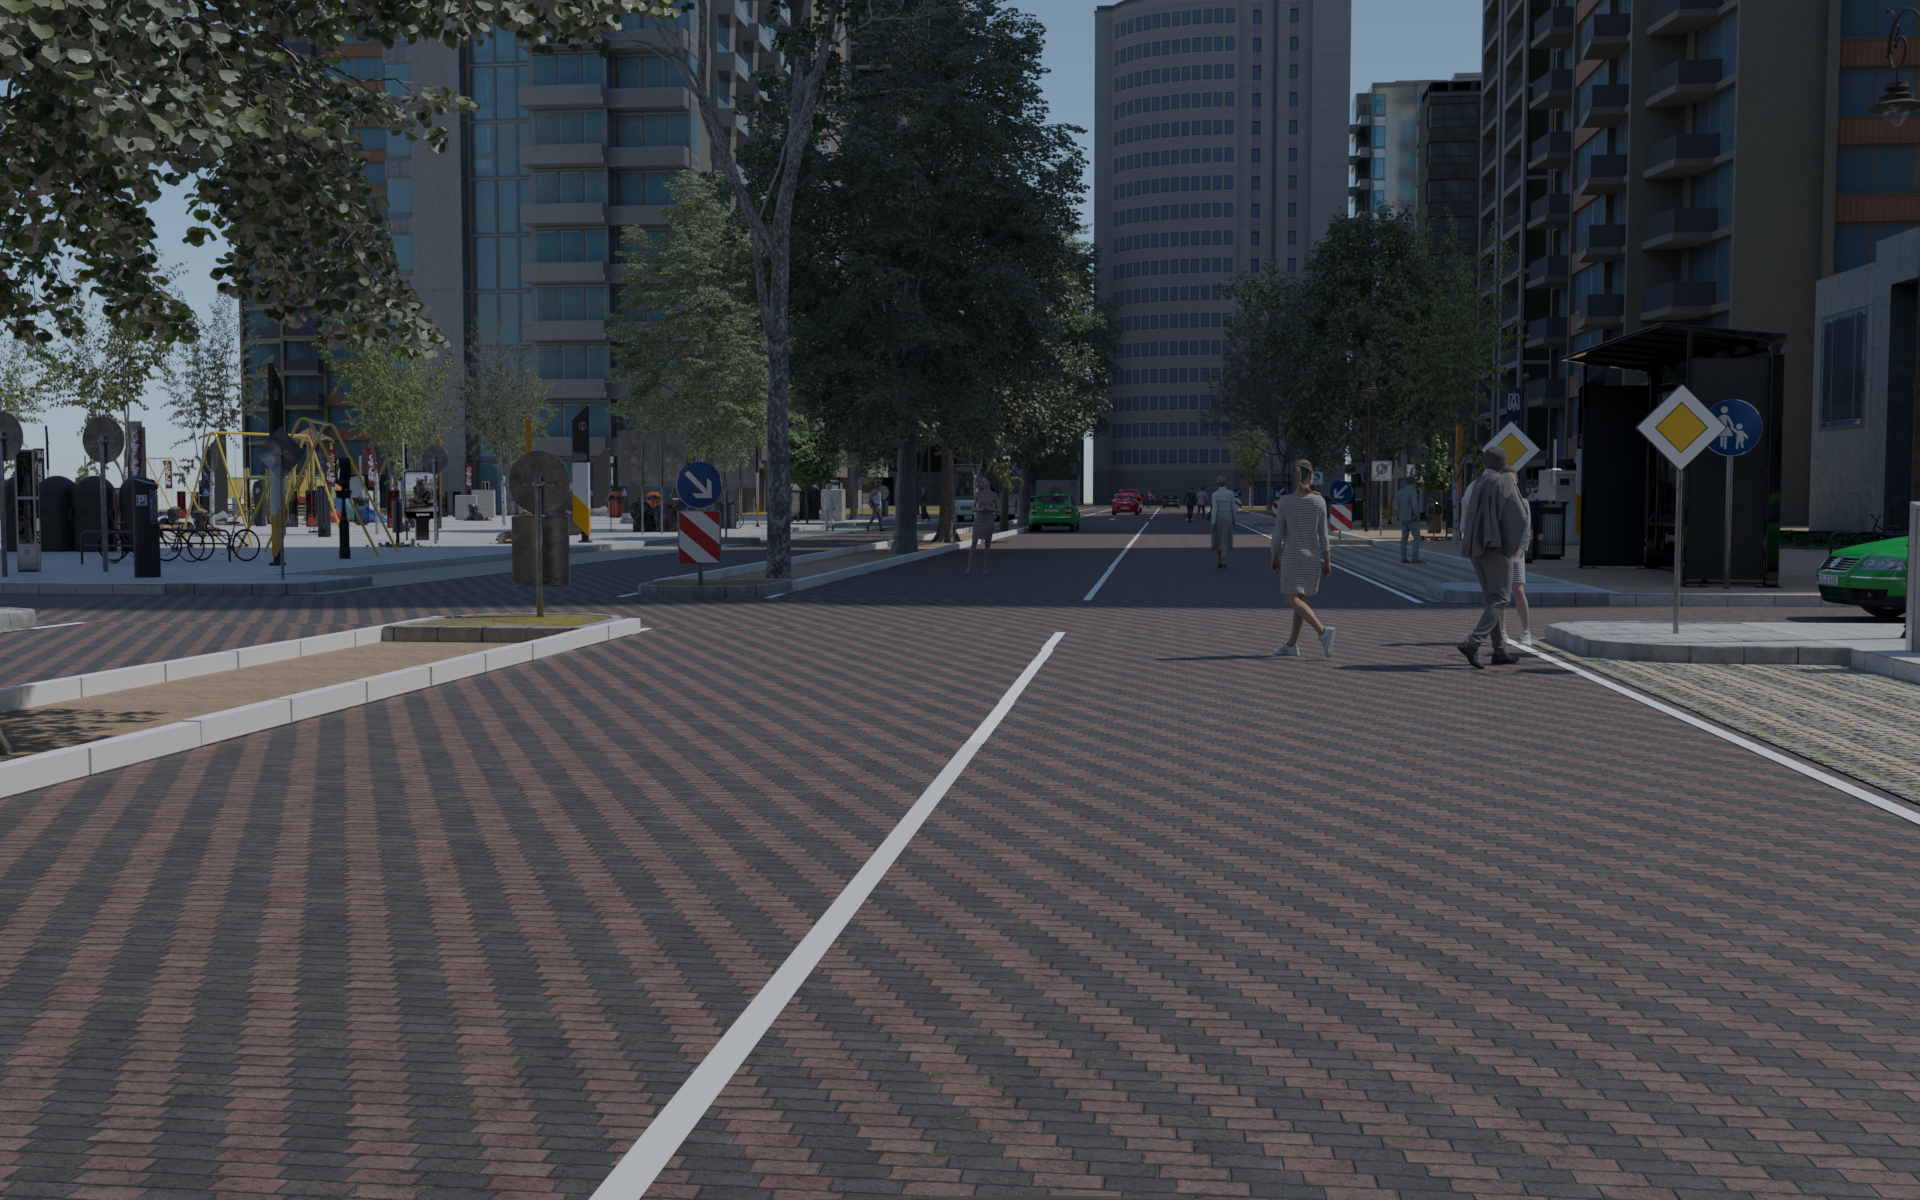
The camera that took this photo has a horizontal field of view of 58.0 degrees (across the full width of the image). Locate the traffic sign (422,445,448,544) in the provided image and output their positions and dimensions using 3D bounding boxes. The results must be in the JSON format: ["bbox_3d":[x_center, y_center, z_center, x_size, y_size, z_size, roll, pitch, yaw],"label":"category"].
[{"bbox_3d":[-13.551,-2.727,44.690,0.768,2.556,0.104,1,4,17],"label":"traffic sign"}]

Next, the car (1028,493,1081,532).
[{"bbox_3d":[3.663,-3.544,66.744,1.959,1.807,4.718,0,4,7],"label":"car"}]

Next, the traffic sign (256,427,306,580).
[{"bbox_3d":[-10.170,-1.365,25.957,0.795,2.450,0.064,0,4,7],"label":"traffic sign"}]

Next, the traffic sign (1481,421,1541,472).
[{"bbox_3d":[7.542,-1.232,23.794,0.795,2.450,0.064,0,4,7],"label":"traffic sign"}]

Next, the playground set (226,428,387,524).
[{"bbox_3d":[-28.460,-5.404,75.141,5.637,4.214,5.302,1,4,18],"label":"playground set"}]

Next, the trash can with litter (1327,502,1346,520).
[{"bbox_3d":[19.133,-4.584,86.006,1.678,1.210,2.233,-1,4,-18],"label":"trash can with litter"}]

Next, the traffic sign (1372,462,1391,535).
[{"bbox_3d":[13.023,-3.144,53.536,0.606,2.300,0.079,1,4,8],"label":"traffic sign"}]

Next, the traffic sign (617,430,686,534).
[{"bbox_3d":[-9.833,-3.754,55.251,2.265,3.308,0.079,1,4,9],"label":"traffic sign"}]

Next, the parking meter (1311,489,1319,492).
[{"bbox_3d":[17.529,-4.715,85.502,0.372,1.533,0.369,0,3,0],"label":"parking meter"}]

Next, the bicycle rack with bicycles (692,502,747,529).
[{"bbox_3d":[-9.747,-3.065,63.494,2.925,0.926,2.852,3,4,36],"label":"bicycle rack with bicycles"}]

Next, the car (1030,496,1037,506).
[{"bbox_3d":[5.221,-6.441,117.897,1.945,1.354,3.894,1,4,8],"label":"car"}]

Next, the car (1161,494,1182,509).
[{"bbox_3d":[20.774,-9.818,170.308,2.009,1.686,4.222,0,4,7],"label":"car"}]

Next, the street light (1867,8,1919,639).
[{"bbox_3d":[8.469,-2.596,15.235,0.468,5.910,1.993,0,4,7],"label":"street light"}]

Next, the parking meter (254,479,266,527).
[{"bbox_3d":[-27.722,-3.845,68.574,0.399,1.863,0.255,1,4,17],"label":"parking meter"}]

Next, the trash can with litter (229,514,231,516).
[{"bbox_3d":[-40.926,-5.141,95.110,2.233,1.210,1.678,0,4,6],"label":"trash can with litter"}]

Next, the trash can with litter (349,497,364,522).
[{"bbox_3d":[-27.800,-4.156,79.343,1.055,1.170,0.624,2,4,28],"label":"trash can with litter"}]

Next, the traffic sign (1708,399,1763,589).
[{"bbox_3d":[10.351,-1.419,23.308,0.768,2.556,0.104,1,4,15],"label":"traffic sign"}]

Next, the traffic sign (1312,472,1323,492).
[{"bbox_3d":[16.116,-4.668,78.449,0.606,2.300,0.079,1,4,12],"label":"traffic sign"}]

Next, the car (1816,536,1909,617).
[{"bbox_3d":[12.112,-0.642,19.293,4.718,1.807,1.959,0,4,5],"label":"car"}]

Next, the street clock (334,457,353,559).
[{"bbox_3d":[-12.196,-1.817,34.276,0.358,2.002,0.471,-2,4,-31],"label":"street clock"}]

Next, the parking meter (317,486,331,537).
[{"bbox_3d":[-18.941,-2.640,51.576,0.372,1.533,0.369,0,3,0],"label":"parking meter"}]

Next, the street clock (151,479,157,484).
[{"bbox_3d":[-38.756,-4.797,83.004,0.471,2.002,0.358,-1,4,-17],"label":"street clock"}]

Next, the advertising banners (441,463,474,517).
[{"bbox_3d":[-28.132,-6.147,96.698,2.074,3.025,0.090,-2,4,-34],"label":"advertising banners"}]

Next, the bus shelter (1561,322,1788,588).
[{"bbox_3d":[10.821,-2.168,26.731,1.731,3.624,6.357,0,4,7],"label":"bus shelter"}]

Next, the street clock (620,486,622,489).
[{"bbox_3d":[-19.423,-5.860,100.383,0.471,2.002,0.358,1,4,18],"label":"street clock"}]

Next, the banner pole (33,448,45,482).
[{"bbox_3d":[-44.056,-5.703,83.254,0.863,3.779,0.401,-1,4,-22],"label":"banner pole"}]

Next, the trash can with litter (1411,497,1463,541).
[{"bbox_3d":[13.281,-2.254,47.904,2.233,1.210,1.678,-2,4,-24],"label":"trash can with litter"}]

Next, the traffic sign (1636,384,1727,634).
[{"bbox_3d":[6.579,-0.748,15.867,0.795,2.450,0.064,0,4,7],"label":"traffic sign"}]

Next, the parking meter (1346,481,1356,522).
[{"bbox_3d":[17.939,-4.515,79.531,0.255,1.863,0.399,-3,5,-40],"label":"parking meter"}]

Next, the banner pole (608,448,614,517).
[{"bbox_3d":[-19.215,-6.441,95.331,0.401,3.779,0.863,1,4,13],"label":"banner pole"}]

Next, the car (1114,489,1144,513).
[{"bbox_3d":[12.899,-7.566,132.374,2.281,1.827,5.304,0,4,5],"label":"car"}]

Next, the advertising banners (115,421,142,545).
[{"bbox_3d":[-20.343,-2.788,41.776,2.074,3.025,0.090,2,4,30],"label":"advertising banners"}]

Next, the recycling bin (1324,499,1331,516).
[{"bbox_3d":[20.275,-5.138,96.556,0.722,1.027,0.722,0,4,1],"label":"recycling bin"}]

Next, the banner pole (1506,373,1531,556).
[{"bbox_3d":[11.562,-2.807,35.912,0.863,3.779,0.401,-2,4,-34],"label":"banner pole"}]

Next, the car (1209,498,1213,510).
[{"bbox_3d":[23.327,-8.905,155.380,2.009,1.686,4.222,1,4,8],"label":"car"}]

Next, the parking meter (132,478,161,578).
[{"bbox_3d":[-12.543,-1.119,26.701,0.372,1.533,0.369,0,3,0],"label":"parking meter"}]

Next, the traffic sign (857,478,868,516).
[{"bbox_3d":[-5.699,-6.164,100.782,0.884,2.594,0.081,1,4,9],"label":"traffic sign"}]

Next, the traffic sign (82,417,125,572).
[{"bbox_3d":[-14.098,-1.737,28.508,0.768,2.556,0.104,1,4,10],"label":"traffic sign"}]

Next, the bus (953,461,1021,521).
[{"bbox_3d":[1.463,-6.070,94.108,2.948,3.499,13.247,0,4,8],"label":"bus"}]

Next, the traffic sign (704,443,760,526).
[{"bbox_3d":[-9.068,-4.585,68.831,2.265,3.308,0.079,1,4,11],"label":"traffic sign"}]

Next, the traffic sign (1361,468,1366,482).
[{"bbox_3d":[19.192,-4.958,81.161,0.768,2.556,0.104,1,4,11],"label":"traffic sign"}]

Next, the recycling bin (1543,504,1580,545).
[{"bbox_3d":[15.201,-1.901,43.638,0.722,1.027,0.722,-2,4,-27],"label":"recycling bin"}]

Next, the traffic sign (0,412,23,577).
[{"bbox_3d":[-14.809,-1.631,26.776,0.768,2.556,0.104,1,4,14],"label":"traffic sign"}]

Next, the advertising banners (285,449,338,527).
[{"bbox_3d":[-25.151,-4.338,67.122,2.074,3.025,0.090,-1,4,-13],"label":"advertising banners"}]

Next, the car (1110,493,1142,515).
[{"bbox_3d":[11.263,-6.646,117.698,2.155,1.783,4.494,0,4,7],"label":"car"}]

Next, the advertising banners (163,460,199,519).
[{"bbox_3d":[-40.612,-5.760,90.369,0.090,3.025,2.074,2,4,34],"label":"advertising banners"}]

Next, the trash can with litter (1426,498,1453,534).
[{"bbox_3d":[15.633,-2.737,56.133,1.055,1.170,0.624,1,4,18],"label":"trash can with litter"}]

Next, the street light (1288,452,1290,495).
[{"bbox_3d":[18.582,-7.644,97.765,0.468,5.910,1.993,0,4,7],"label":"street light"}]

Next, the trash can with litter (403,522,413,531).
[{"bbox_3d":[-19.115,-3.016,60.694,1.055,1.170,0.624,-1,4,-20],"label":"trash can with litter"}]

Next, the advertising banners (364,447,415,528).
[{"bbox_3d":[-21.315,-4.221,65.204,2.074,3.025,0.090,-2,4,-26],"label":"advertising banners"}]

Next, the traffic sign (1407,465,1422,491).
[{"bbox_3d":[15.703,-3.523,59.733,0.606,2.300,0.079,1,4,16],"label":"traffic sign"}]

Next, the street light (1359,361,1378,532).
[{"bbox_3d":[13.890,-5.274,59.016,0.468,5.910,1.993,0,4,7],"label":"street light"}]

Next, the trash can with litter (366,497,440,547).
[{"bbox_3d":[-13.699,-1.921,42.461,1.678,1.210,2.233,-1,4,-21],"label":"trash can with litter"}]
